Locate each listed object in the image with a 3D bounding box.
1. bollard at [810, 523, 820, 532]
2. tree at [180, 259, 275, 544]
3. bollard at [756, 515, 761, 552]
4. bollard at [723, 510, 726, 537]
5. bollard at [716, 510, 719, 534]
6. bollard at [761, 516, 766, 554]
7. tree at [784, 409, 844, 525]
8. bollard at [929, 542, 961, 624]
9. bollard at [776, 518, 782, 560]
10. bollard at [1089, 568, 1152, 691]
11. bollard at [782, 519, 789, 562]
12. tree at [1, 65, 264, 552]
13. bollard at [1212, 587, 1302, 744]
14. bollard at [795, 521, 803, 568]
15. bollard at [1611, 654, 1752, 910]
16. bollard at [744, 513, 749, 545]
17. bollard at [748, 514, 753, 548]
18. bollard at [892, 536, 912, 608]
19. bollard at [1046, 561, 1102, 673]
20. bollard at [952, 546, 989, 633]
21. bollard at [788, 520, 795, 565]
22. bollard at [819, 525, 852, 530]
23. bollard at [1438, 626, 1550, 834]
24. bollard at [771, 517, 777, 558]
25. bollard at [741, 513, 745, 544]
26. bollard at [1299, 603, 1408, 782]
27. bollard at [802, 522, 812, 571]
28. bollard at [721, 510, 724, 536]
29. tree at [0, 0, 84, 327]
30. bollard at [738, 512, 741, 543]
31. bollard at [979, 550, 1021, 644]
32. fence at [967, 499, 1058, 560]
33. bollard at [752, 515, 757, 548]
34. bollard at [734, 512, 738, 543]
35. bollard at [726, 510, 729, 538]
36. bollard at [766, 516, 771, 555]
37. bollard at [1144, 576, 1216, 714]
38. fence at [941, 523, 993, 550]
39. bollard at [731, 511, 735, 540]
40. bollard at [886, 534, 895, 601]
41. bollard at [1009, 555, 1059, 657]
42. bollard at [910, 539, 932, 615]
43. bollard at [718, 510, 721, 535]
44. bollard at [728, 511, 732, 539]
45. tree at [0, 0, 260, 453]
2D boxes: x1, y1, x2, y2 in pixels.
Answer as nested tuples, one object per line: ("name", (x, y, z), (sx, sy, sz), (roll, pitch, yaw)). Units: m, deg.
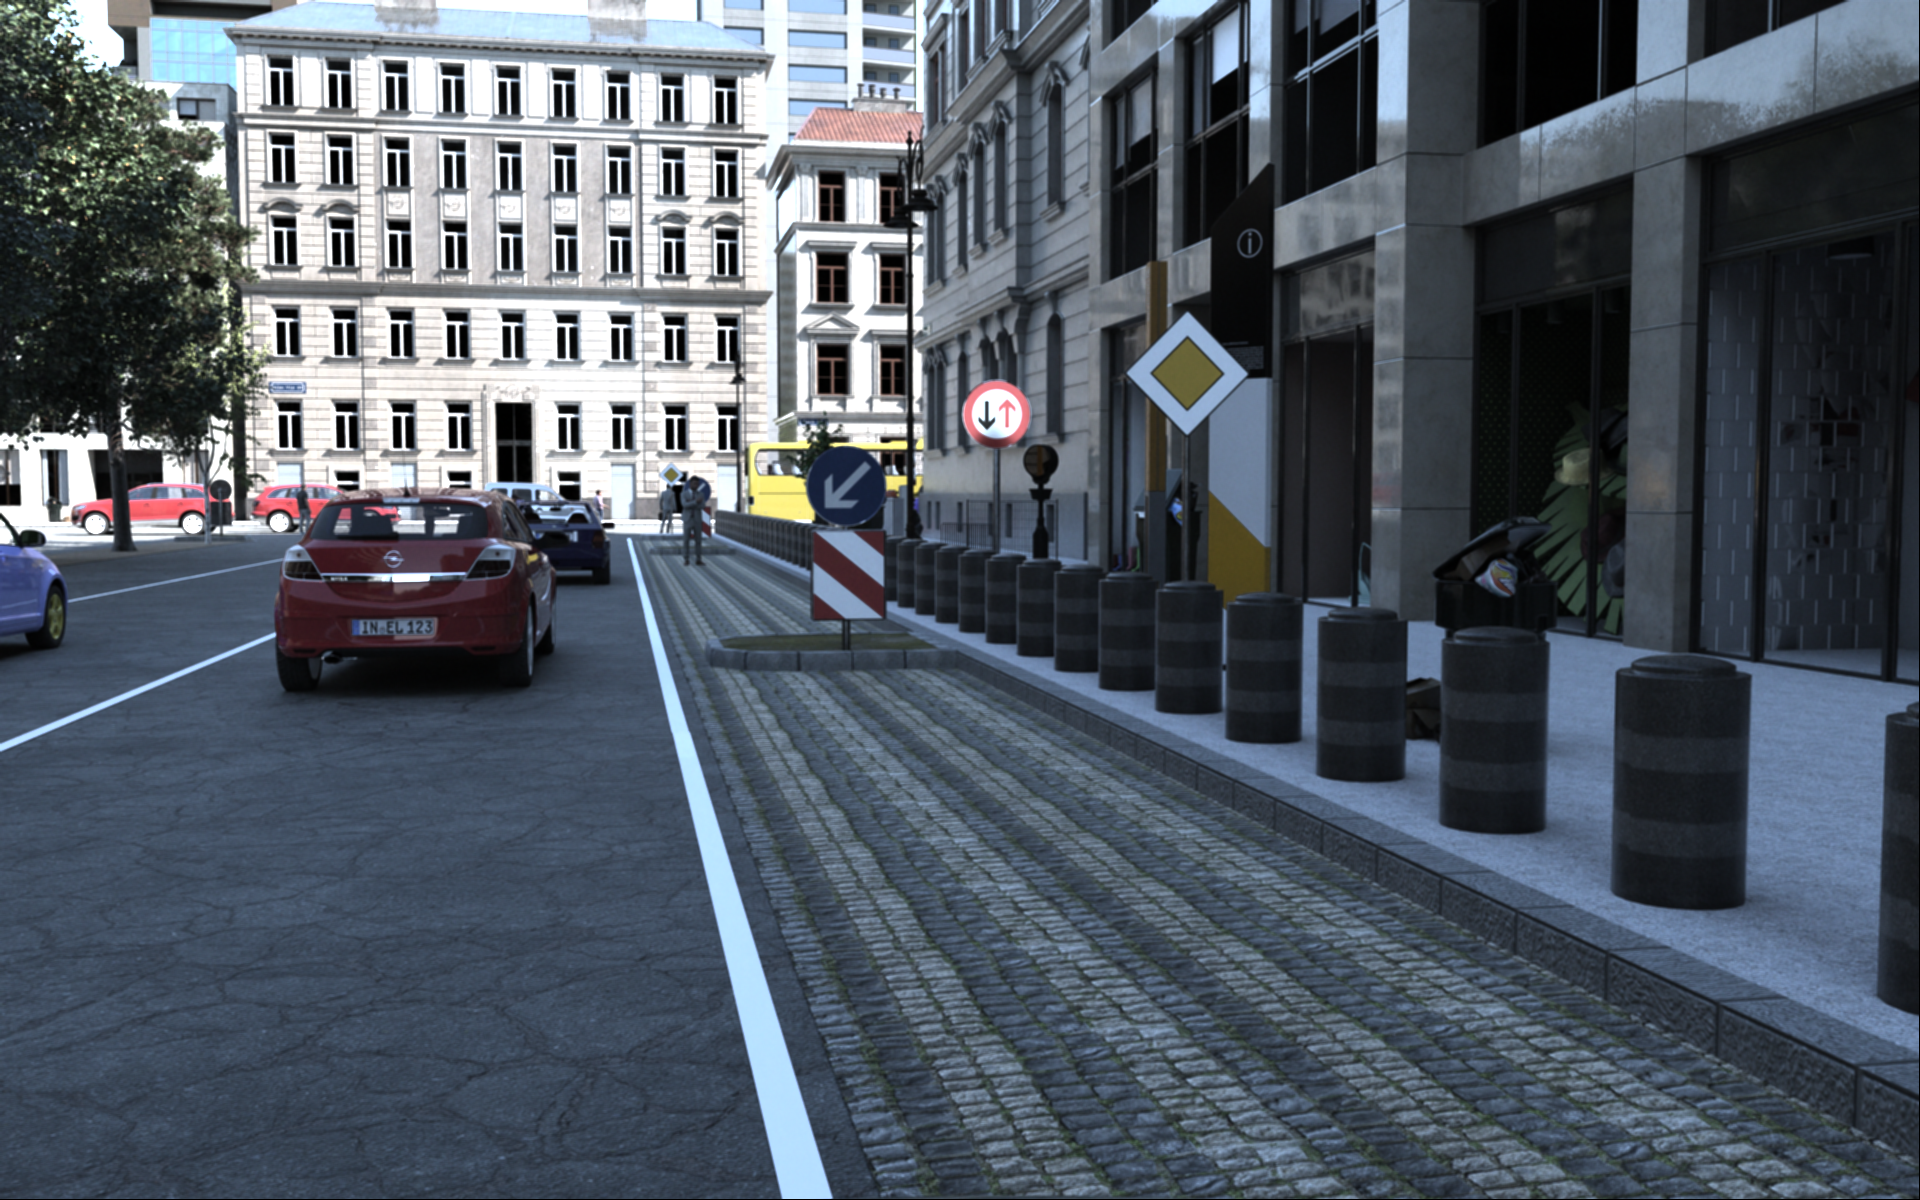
("bollard", (-2.162, -0.812, 27.993), (0.404, 0.777, 0.398), (0, 3, 0))
("tree", (-21.310, -5.871, 48.806), (4.737, 8.622, 4.395), (0, 3, 0))
("bollard", (-4.269, -1.463, 38.633), (0.404, 0.777, 0.398), (0, 3, 0))
("bollard", (-6.617, -2.187, 50.468), (0.404, 0.777, 0.398), (0, 3, 0))
("bollard", (-7.320, -2.403, 54.007), (0.404, 0.777, 0.398), (0, 3, 0))
("bollard", (-4.032, -1.390, 37.440), (0.404, 0.777, 0.398), (0, 3, 0))
("tree", (-3.110, -2.756, 39.659), (1.663, 3.219, 1.824), (0, 3, 0))
("bollard", (-0.049, -0.160, 17.332), (0.404, 0.777, 0.398), (0, 3, 0))
("bollard", (-3.328, -1.173, 33.897), (0.404, 0.777, 0.398), (0, 3, 0))
("bollard", (1.116, 0.201, 11.434), (0.404, 0.777, 0.398), (0, 3, 0))
("bollard", (-3.096, -1.101, 32.718), (0.404, 0.777, 0.398), (0, 3, 0))
("tree", (-20.960, -7.236, 42.823), (6.751, 12.117, 7.091), (0, 3, 0))
("bollard", (1.591, 0.346, 9.064), (0.404, 0.777, 0.398), (0, 3, 0))
("bollard", (-2.628, -0.957, 30.358), (0.404, 0.777, 0.398), (0, 3, 0))
("bollard", (2.293, 0.563, 5.510), (0.404, 0.777, 0.398), (0, 3, 0))
("bollard", (-4.971, -1.680, 42.187), (0.404, 0.777, 0.398), (0, 3, 0))
("bollard", (-4.740, -1.608, 41.008), (0.404, 0.777, 0.398), (0, 3, 0))
("bollard", (-0.512, -0.304, 19.690), (0.404, 0.777, 0.398), (0, 3, 0))
("bollard", (0.887, 0.129, 12.613), (0.404, 0.777, 0.398), (0, 3, 0))
("bollard", (0.187, -0.088, 16.150), (0.404, 0.777, 0.398), (0, 3, 0))
("bollard", (-2.862, -1.029, 31.537), (0.404, 0.777, 0.398), (0, 3, 0))
("bollard", (-1.927, -0.740, 26.813), (0.404, 0.777, 0.398), (0, 3, 0))
("bollard", (2.064, 0.490, 6.699), (0.404, 0.777, 0.398), (0, 3, 0))
("bollard", (-3.562, -1.245, 35.076), (0.404, 0.777, 0.398), (0, 3, 0))
("bollard", (-5.206, -1.752, 43.366), (0.404, 0.777, 0.398), (0, 3, 0))
("bollard", (1.826, 0.418, 7.877), (0.404, 0.777, 0.398), (0, 3, 0))
("bollard", (-2.395, -0.884, 29.172), (0.404, 0.777, 0.398), (0, 3, 0))
("bollard", (-6.846, -2.259, 51.650), (0.404, 0.777, 0.398), (0, 3, 0))
("tree", (-17.346, -7.058, 24.510), (9.857, 13.997, 8.962), (0, 3, 0))
("bollard", (-5.441, -1.825, 44.548), (0.404, 0.777, 0.398), (0, 3, 0))
("bollard", (0.420, -0.016, 14.971), (0.404, 0.777, 0.398), (0, 3, 0))
("fence", (0.880, -1.137, 29.792), (2.264, 1.192, 0.480), (3, 5, 44))
("bollard", (-4.498, -1.535, 39.813), (0.404, 0.777, 0.398), (0, 3, 0))
("bollard", (-5.680, -1.897, 45.738), (0.404, 0.777, 0.398), (0, 3, 0))
("bollard", (-6.379, -2.114, 49.277), (0.404, 0.777, 0.398), (0, 3, 0))
("bollard", (-3.798, -1.318, 36.262), (0.404, 0.777, 0.398), (0, 3, 0))
("bollard", (1.356, 0.273, 10.251), (0.404, 0.777, 0.398), (0, 3, 0))
("fence", (0.159, -1.229, 35.477), (0.278, 0.683, 2.069), (-2, 4, -34))
("bollard", (-5.912, -1.970, 46.919), (0.404, 0.777, 0.398), (0, 3, 0))
("bollard", (-0.752, -0.377, 20.877), (0.404, 0.777, 0.398), (0, 3, 0))
("bollard", (0.653, 0.057, 13.792), (0.404, 0.777, 0.398), (0, 3, 0))
("bollard", (-0.281, -0.232, 18.511), (0.404, 0.777, 0.398), (0, 3, 0))
("bollard", (-7.083, -2.331, 52.829), (0.404, 0.777, 0.398), (0, 3, 0))
("bollard", (-6.144, -2.042, 48.098), (0.404, 0.777, 0.398), (0, 3, 0))
("tree", (-19.374, -7.015, 34.154), (9.611, 12.733, 9.660), (0, 3, 0))
